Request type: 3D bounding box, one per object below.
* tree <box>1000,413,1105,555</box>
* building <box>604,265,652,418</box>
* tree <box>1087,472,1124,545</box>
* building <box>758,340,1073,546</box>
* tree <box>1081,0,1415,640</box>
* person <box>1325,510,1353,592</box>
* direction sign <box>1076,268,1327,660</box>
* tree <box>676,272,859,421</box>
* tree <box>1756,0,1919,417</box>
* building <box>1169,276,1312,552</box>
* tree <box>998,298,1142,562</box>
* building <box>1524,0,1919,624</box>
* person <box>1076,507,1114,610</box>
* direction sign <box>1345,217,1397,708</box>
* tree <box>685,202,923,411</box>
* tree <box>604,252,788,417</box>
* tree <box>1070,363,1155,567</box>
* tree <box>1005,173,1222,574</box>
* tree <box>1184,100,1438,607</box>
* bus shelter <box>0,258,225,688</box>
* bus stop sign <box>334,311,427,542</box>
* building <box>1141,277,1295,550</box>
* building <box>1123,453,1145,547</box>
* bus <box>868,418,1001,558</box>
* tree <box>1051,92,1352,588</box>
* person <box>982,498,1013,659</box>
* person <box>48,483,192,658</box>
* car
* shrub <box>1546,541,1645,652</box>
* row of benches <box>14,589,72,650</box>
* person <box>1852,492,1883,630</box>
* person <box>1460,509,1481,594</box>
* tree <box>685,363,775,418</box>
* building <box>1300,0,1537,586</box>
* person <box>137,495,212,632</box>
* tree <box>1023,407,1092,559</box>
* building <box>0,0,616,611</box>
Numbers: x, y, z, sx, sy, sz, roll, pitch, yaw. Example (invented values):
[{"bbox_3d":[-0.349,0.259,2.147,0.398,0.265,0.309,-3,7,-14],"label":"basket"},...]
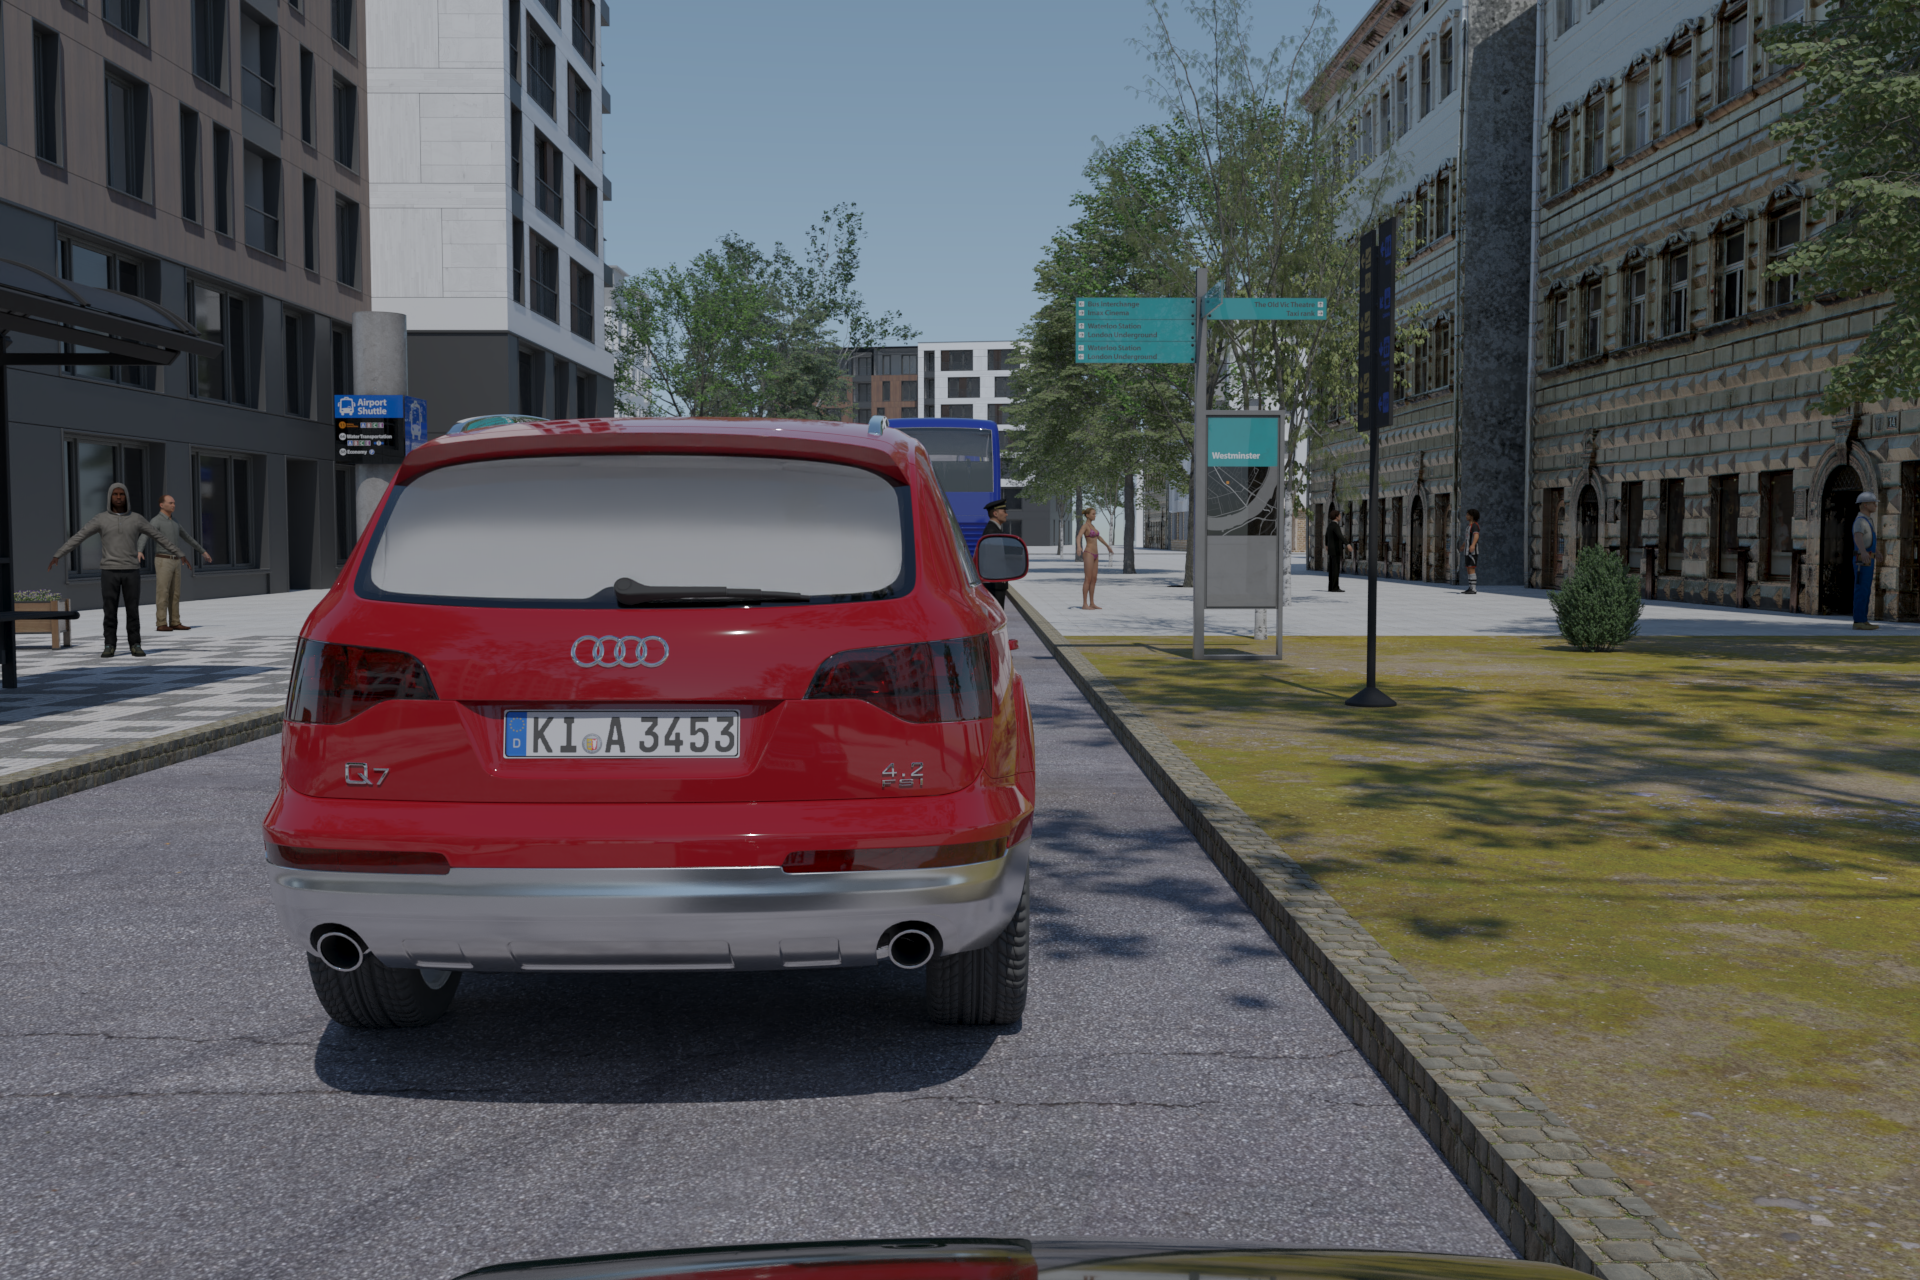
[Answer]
[{"bbox_3d":[6.055,-10.406,104.554,8.767,10.594,7.601,-1,4,-9],"label":"tree"},{"bbox_3d":[-29.060,-16.316,123.194,16.016,20.090,11.380,0,4,-1],"label":"building"},{"bbox_3d":[17.866,-16.108,197.781,7.601,10.594,8.767,0,4,5],"label":"tree"},{"bbox_3d":[-4.258,-21.459,197.281,32.646,21.610,27.936,1,4,10],"label":"building"},{"bbox_3d":[3.764,-4.322,21.022,4.360,8.622,3.978,0,3,0],"label":"tree"},{"bbox_3d":[8.304,-1.961,38.242,0.705,1.806,1.347,-1,4,-10],"label":"person"},{"bbox_3d":[2.436,-1.725,16.972,2.525,3.948,1.411,0,4,-1],"label":"direction sign"},{"bbox_3d":[-9.517,-10.792,83.100,9.857,13.997,8.962,0,3,0],"label":"tree"},{"bbox_3d":[11.197,-6.021,16.574,7.486,12.596,7.792,0,3,0],"label":"tree"},{"bbox_3d":[21.394,-16.957,133.668,16.016,20.090,11.380,0,4,-1],"label":"building"},{"bbox_3d":[5.177,-9.806,78.450,7.486,12.596,7.792,0,3,0],"label":"tree"},{"bbox_3d":[22.654,-12.249,31.197,19.493,23.208,18.063,0,4,-1],"label":"building"},{"bbox_3d":[2.282,-1.382,29.404,0.721,1.733,1.217,2,4,33],"label":"person"},{"bbox_3d":[3.079,-1.277,12.878,0.379,3.537,0.876,0,4,-2],"label":"direction sign"},{"bbox_3d":[-8.336,-14.794,97.766,12.611,20.169,13.585,0,3,0],"label":"tree"},{"bbox_3d":[-9.982,-8.417,63.377,9.928,11.665,9.643,0,3,0],"label":"tree"},{"bbox_3d":[5.795,-7.126,66.869,4.360,8.622,3.978,0,3,0],"label":"tree"},{"bbox_3d":[5.086,-8.388,55.268,7.486,12.596,7.792,0,3,0],"label":"tree"},{"bbox_3d":[6.034,-4.900,30.470,4.737,8.622,4.395,0,3,0],"label":"tree"},{"bbox_3d":[-7.179,-1.097,11.868,2.014,3.302,5.546,0,4,0],"label":"bus shelter"},{"bbox_3d":[-6.945,-1.946,20.832,0.837,3.901,0.837,0,4,1],"label":"bus stop sign"},{"bbox_3d":[25.918,-19.387,147.906,19.493,23.208,18.063,0,3,0],"label":"building"},{"bbox_3d":[22.349,-14.294,175.850,9.099,9.664,28.070,0,3,0],"label":"building"},{"bbox_3d":[-0.485,-2.825,37.734,2.896,3.916,12.251,0,4,0],"label":"bus"},{"bbox_3d":[5.719,-7.061,41.203,9.928,11.665,9.643,0,3,0],"label":"tree"},{"bbox_3d":[0.435,-0.685,19.600,0.705,1.837,1.347,0,4,3],"label":"person"},{"bbox_3d":[-8.749,-0.729,18.054,1.348,1.813,0.705,-2,4,-28],"label":"person"},{"bbox_3d":[-0.840,0.128,6.582,2.281,1.827,5.304,0,4,-1],"label":"car"},{"bbox_3d":[6.945,-0.477,18.914,1.383,1.207,1.383,0,3,0],"label":"shrub"},{"bbox_3d":[-11.841,-0.210,18.900,4.104,0.672,1.422,-1,4,-16],"label":"row of benches"},{"bbox_3d":[12.164,-1.063,23.231,0.705,1.847,1.347,2,4,35],"label":"person"},{"bbox_3d":[10.886,-1.884,36.954,0.704,1.843,1.345,0,4,7],"label":"person"},{"bbox_3d":[-10.298,-7.541,73.657,4.360,8.622,3.978,0,3,0],"label":"tree"},{"bbox_3d":[21.526,-13.485,51.411,19.493,23.208,18.063,0,4,0],"label":"building"},{"bbox_3d":[-10.453,-1.017,22.907,0.705,1.796,1.348,1,4,17],"label":"person"},{"bbox_3d":[5.353,-8.514,89.559,4.360,8.622,3.978,0,3,0],"label":"tree"},{"bbox_3d":[-25.272,-12.050,40.991,27.936,21.610,32.646,0,4,-1],"label":"building"}]
